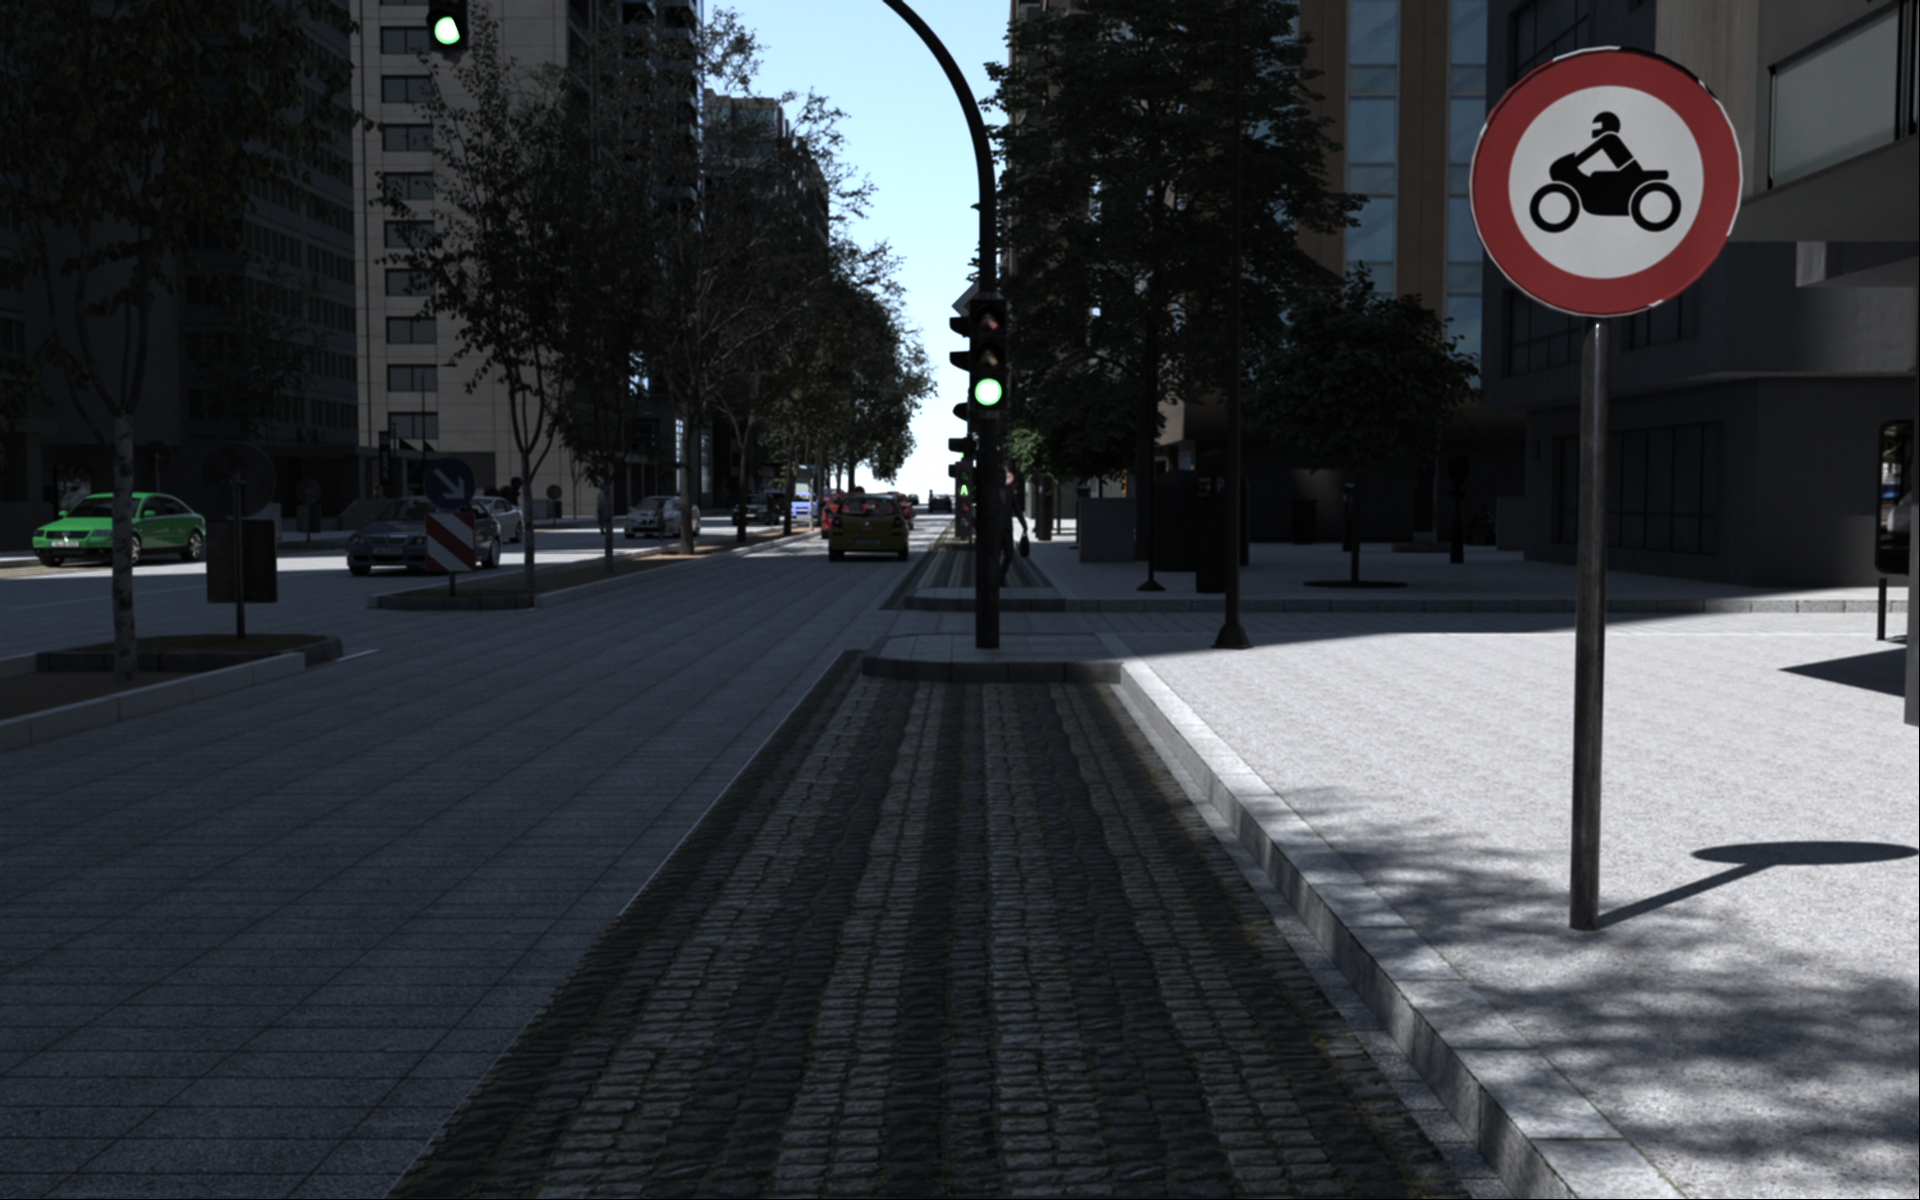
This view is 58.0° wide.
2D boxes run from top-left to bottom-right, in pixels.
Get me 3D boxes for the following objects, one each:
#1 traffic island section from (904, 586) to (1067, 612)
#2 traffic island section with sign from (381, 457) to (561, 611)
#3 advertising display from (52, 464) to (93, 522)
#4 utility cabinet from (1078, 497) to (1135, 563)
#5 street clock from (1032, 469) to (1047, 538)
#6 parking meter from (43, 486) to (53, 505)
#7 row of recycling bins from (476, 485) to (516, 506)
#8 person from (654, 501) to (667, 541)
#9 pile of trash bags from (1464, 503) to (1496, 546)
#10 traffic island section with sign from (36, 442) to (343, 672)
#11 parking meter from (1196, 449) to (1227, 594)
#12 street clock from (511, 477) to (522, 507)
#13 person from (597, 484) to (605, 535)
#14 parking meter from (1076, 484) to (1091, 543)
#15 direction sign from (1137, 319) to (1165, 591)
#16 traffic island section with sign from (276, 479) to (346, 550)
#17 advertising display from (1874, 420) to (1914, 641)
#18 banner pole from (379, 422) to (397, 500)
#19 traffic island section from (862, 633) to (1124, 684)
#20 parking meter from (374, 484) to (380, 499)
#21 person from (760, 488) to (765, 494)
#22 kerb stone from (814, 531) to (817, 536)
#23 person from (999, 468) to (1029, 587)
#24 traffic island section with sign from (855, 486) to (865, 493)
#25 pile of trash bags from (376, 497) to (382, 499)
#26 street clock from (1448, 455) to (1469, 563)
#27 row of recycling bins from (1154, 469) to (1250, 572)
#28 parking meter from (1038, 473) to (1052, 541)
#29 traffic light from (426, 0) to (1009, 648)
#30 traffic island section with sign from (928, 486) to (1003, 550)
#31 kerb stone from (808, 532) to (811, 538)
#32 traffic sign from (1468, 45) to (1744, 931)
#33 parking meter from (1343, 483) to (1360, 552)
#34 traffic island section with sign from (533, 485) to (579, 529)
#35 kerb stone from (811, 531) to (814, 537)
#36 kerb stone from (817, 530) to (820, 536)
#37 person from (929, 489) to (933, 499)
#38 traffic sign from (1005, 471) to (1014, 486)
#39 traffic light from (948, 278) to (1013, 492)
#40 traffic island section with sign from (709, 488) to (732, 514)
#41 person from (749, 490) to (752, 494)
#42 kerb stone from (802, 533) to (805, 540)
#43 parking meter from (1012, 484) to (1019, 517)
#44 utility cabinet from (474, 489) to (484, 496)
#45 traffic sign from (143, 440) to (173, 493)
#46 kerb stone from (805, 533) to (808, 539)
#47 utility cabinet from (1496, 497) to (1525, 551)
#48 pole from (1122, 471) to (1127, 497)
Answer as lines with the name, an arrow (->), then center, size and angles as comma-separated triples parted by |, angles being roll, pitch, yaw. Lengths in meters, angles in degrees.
traffic island section -> 0.311, -0.013, 22.491 | 2.009, 0.180, 2.903 | 0, 4, 0
traffic island section with sign -> -6.341, -0.861, 22.208 | 2.006, 1.907, 1.989 | 0, 4, 0
advertising display -> -19.177, -1.973, 37.474 | 0.123, 1.923, 0.974 | 1, 4, 18
utility cabinet -> 2.749, -1.305, 32.504 | 1.020, 1.237, 0.306 | 0, 4, -7
street clock -> 2.325, -2.801, 50.370 | 0.358, 2.002, 0.471 | 3, 5, 40
parking meter -> -28.518, -2.805, 54.276 | 0.372, 1.533, 0.369 | 0, 3, 0
row of recycling bins -> -22.828, -4.621, 82.667 | 3.534, 1.692, 1.069 | -3, 5, -44
person -> -9.168, -2.398, 52.729 | 0.505, 1.210, 0.382 | 2, 4, 35
pile of trash bags -> 14.513, -2.057, 43.385 | 3.447, 1.369, 1.912 | -1, 4, -20
traffic island section with sign -> -6.412, -0.408, 14.801 | 2.006, 1.907, 1.989 | 0, 4, 0
parking meter -> 3.255, -1.023, 22.440 | 0.255, 1.863, 0.399 | 3, 5, 41
street clock -> -18.792, -4.212, 73.428 | 0.358, 2.002, 0.471 | 1, 4, 21
person -> -12.534, -3.188, 60.848 | 0.478, 1.798, 0.641 | 1, 4, 14
parking meter -> 3.224, -2.254, 45.271 | 0.372, 1.533, 0.369 | 0, 3, 0
direction sign -> 2.544, -1.894, 22.961 | 0.379, 3.537, 0.876 | 1, 4, 14
traffic island section with sign -> -17.242, -2.246, 45.342 | 1.989, 1.847, 2.006 | 0, 4, 0
advertising display -> 8.404, -0.590, 14.861 | 0.974, 1.923, 0.123 | 3, 5, 42
banner pole -> -19.936, -4.312, 60.523 | 0.863, 3.779, 0.401 | 1, 4, 14
traffic island section -> 0.244, 0.476, 14.506 | 2.009, 0.180, 2.903 | 0, 4, 0
parking meter -> -32.801, -5.610, 97.433 | 0.255, 1.863, 0.399 | -2, 4, -29
person -> -12.464, -6.146, 108.972 | 0.705, 1.826, 1.348 | 2, 4, 30
kerb stone -> -4.985, -2.198, 58.136 | 0.120, 0.150, 1.000 | 0, 4, 0
person -> 0.634, -1.043, 25.682 | 0.709, 1.813, 0.853 | -2, 4, -26
traffic island section with sign -> -5.720, -5.456, 97.344 | 2.006, 1.907, 1.989 | 0, 4, 0
pile of trash bags -> -28.106, -4.646, 85.719 | 1.912, 1.369, 3.447 | 1, 4, 9
street clock -> 9.217, -1.682, 32.066 | 0.358, 2.002, 0.471 | 3, 4, 39
row of recycling bins -> 4.178, -1.406, 30.097 | 1.069, 1.692, 3.534 | 2, 4, 26
parking meter -> 2.321, -2.544, 47.301 | 0.255, 1.863, 0.399 | -2, 4, -23
traffic light -> -1.889, -2.422, 14.269 | 4.771, 5.953, 1.251 | 0, 4, 0
traffic island section with sign -> 0.170, -2.208, 44.735 | 1.989, 1.847, 2.006 | 0, 4, 0
kerb stone -> -5.004, -2.073, 56.081 | 0.120, 0.150, 1.000 | 0, 4, 0
traffic sign -> 1.845, -0.302, 5.043 | 0.768, 2.556, 0.104 | 0, 4, 4
parking meter -> 8.741, -1.850, 38.655 | 0.372, 1.533, 0.369 | 0, 3, 0
traffic island section with sign -> -17.008, -3.894, 72.296 | 1.989, 1.847, 2.006 | 0, 4, 0
kerb stone -> -4.996, -2.135, 57.107 | 0.120, 0.150, 1.000 | 0, 4, 0
kerb stone -> -4.976, -2.261, 59.158 | 0.120, 0.150, 1.000 | 0, 4, 0
person -> -2.462, -8.349, 144.947 | 0.705, 1.831, 1.348 | 0, 4, -5
traffic sign -> 2.602, -5.818, 95.229 | 0.768, 2.556, 0.104 | 1, 4, 8
traffic light -> 0.271, -2.046, 22.378 | 0.839, 4.253, 0.868 | 0, 4, 0
traffic island section with sign -> -16.611, -6.940, 122.102 | 1.989, 1.847, 2.006 | 0, 4, 0
person -> -16.460, -7.755, 135.971 | 1.217, 1.739, 0.721 | -1, 4, -13
kerb stone -> -5.009, -1.942, 54.034 | 0.120, 0.150, 1.000 | 0, 4, 0
parking meter -> 3.081, -5.524, 96.035 | 0.255, 1.863, 0.399 | 2, 4, 25
utility cabinet -> -26.159, -5.236, 94.290 | 0.318, 1.500, 1.173 | -3, 4, -37
traffic sign -> -18.967, -2.497, 40.939 | 0.768, 2.556, 0.104 | 1, 4, 8
kerb stone -> -5.011, -2.010, 55.056 | 0.120, 0.150, 1.000 | 0, 4, 0
utility cabinet -> 12.720, -1.722, 39.309 | 1.020, 1.237, 0.306 | 0, 4, 4
pole -> 6.222, -4.384, 65.514 | 0.158, 3.312, 0.155 | 0, 3, 0
